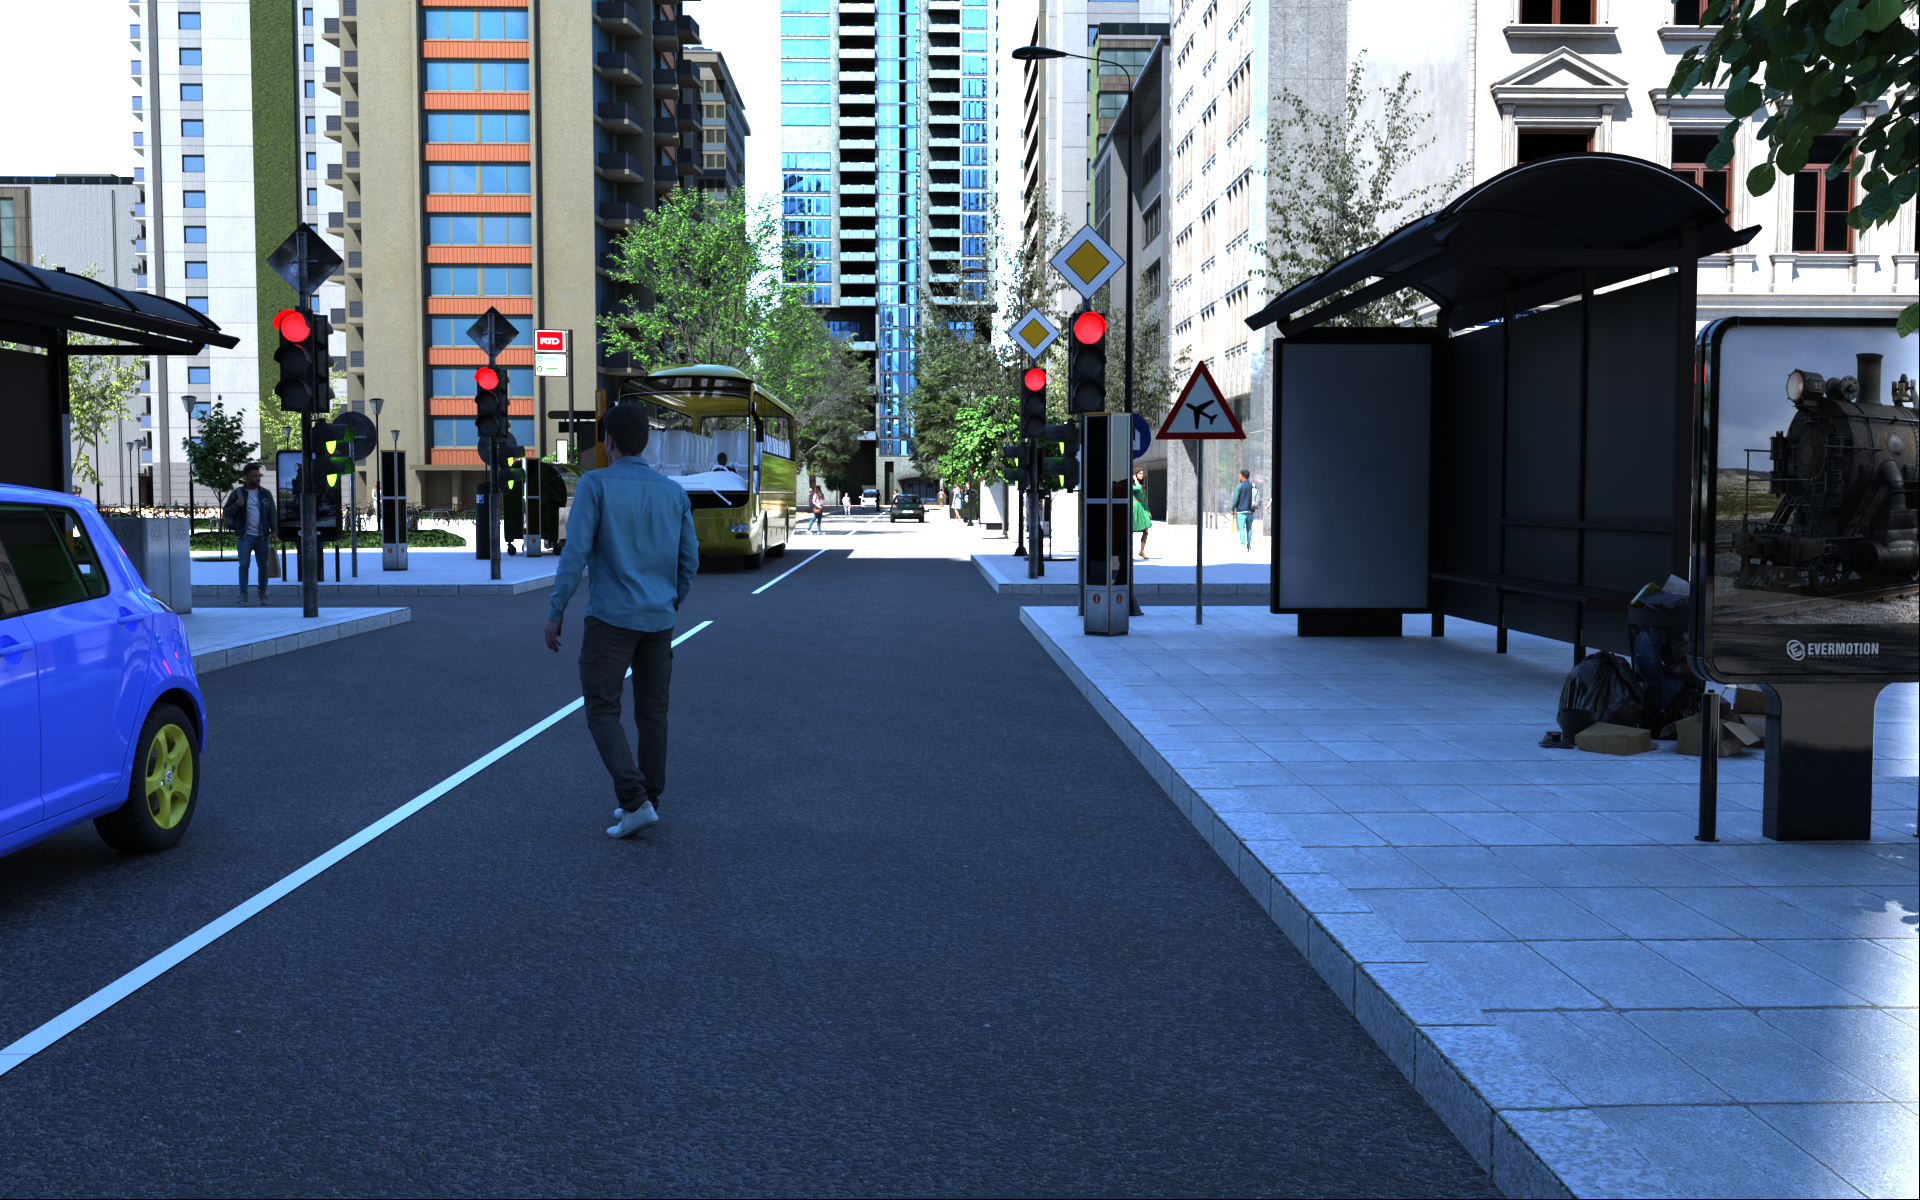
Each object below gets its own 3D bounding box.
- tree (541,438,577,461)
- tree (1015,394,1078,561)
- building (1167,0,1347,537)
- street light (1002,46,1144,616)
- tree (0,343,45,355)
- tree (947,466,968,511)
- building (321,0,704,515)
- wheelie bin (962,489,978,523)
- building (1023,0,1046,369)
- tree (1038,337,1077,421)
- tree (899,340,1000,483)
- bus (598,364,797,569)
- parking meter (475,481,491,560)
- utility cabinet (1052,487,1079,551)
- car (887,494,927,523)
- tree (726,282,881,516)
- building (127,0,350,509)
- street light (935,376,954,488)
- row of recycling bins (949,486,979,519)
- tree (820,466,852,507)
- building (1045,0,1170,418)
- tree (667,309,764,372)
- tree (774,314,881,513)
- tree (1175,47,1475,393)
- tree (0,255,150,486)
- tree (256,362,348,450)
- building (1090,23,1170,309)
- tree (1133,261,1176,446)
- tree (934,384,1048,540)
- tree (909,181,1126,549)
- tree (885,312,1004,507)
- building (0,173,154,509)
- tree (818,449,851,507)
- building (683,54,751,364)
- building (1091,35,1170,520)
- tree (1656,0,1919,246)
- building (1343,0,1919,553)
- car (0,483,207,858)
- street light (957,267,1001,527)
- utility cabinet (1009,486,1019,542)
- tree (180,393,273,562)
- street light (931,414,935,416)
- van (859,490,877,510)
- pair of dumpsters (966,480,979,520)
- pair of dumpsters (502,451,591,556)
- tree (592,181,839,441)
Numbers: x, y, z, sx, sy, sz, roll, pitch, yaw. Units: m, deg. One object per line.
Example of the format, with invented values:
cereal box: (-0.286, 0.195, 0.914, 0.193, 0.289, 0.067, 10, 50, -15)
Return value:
tree: (-22.169, -7.046, 98.912, 4.285, 4.588, 4.351, 0, 3, 0)
tree: (1.880, -2.377, 33.471, 1.663, 3.219, 1.824, 0, 3, 0)
building: (14.829, -14.878, 61.272, 12.078, 24.808, 19.932, 0, 4, -2)
street light: (1.234, -2.790, 18.158, 1.470, 5.913, 1.316, 0, 4, -2)
tree: (-39.078, -7.398, 71.317, 4.360, 8.622, 3.978, 0, 3, 0)
tree: (-0.501, -8.308, 130.441, 1.663, 3.219, 1.824, 0, 3, 0)
building: (-28.952, -28.127, 114.505, 22.147, 44.769, 28.867, 0, 4, -2)
wheelie bin: (0.444, -4.213, 76.792, 0.693, 1.594, 0.980, 0, 4, 2)
building: (17.034, -32.675, 157.943, 21.300, 48.544, 21.600, 0, 4, -2)
tree: (4.926, -7.841, 78.566, 4.737, 8.622, 4.395, 0, 3, 0)
tree: (-0.233, -14.553, 144.593, 9.857, 13.997, 8.962, 0, 3, 0)
bus: (-5.081, -2.743, 36.390, 2.896, 3.916, 12.252, 0, 4, -2)
parking meter: (-9.323, -1.565, 34.003, 0.372, 1.533, 0.369, 0, 3, 0)
utility cabinet: (2.641, -1.811, 38.286, 1.173, 1.500, 0.318, 2, 4, 25)
car: (-2.687, -4.768, 87.740, 2.009, 1.686, 4.222, 0, 4, -2)
tree: (-9.847, -11.591, 99.887, 12.009, 13.543, 11.850, 0, 3, 0)
building: (-57.960, -37.603, 156.815, 28.212, 58.520, 21.231, 0, 4, -2)
street light: (-0.134, -5.841, 68.037, 1.470, 5.913, 1.316, 0, 4, -2)
row of recycling bins: (0.597, -5.083, 90.212, 1.069, 1.692, 3.534, 2, 4, 30)
tree: (-12.644, -11.778, 176.289, 4.285, 4.588, 4.351, 0, 3, 0)
building: (17.079, -36.118, 132.526, 21.231, 58.520, 28.212, 0, 4, -2)
tree: (-9.324, -7.144, 67.173, 4.360, 8.622, 3.978, 0, 3, 0)
tree: (-9.962, -12.888, 117.368, 9.857, 13.997, 8.962, 0, 3, 0)
tree: (6.727, -4.856, 29.751, 4.360, 8.622, 3.978, 0, 3, 0)
tree: (-27.789, -6.360, 54.346, 4.737, 8.622, 4.395, 0, 3, 0)
tree: (-33.095, -8.405, 87.776, 4.737, 8.622, 4.395, 0, 3, 0)
building: (15.061, -20.718, 110.446, 14.160, 30.474, 14.107, 0, 4, -2)
tree: (5.381, -6.434, 55.561, 4.360, 8.622, 3.978, 0, 3, 0)
tree: (1.224, -4.004, 49.175, 4.285, 4.588, 4.351, 0, 3, 0)
tree: (1.246, -5.501, 40.309, 4.360, 8.622, 3.978, 0, 3, 0)
tree: (-1.243, -19.644, 177.074, 12.611, 20.169, 13.585, 0, 3, 0)
building: (-79.183, -23.736, 159.792, 14.107, 30.474, 14.160, 0, 4, -2)
tree: (-12.141, -13.278, 167.455, 4.360, 8.622, 3.978, 0, 3, 0)
building: (-30.953, -28.131, 151.822, 23.993, 40.220, 32.217, 0, 4, -2)
building: (15.057, -16.341, 86.239, 14.314, 24.678, 30.058, 0, 4, -2)
tree: (3.312, -1.218, 3.633, 4.285, 4.588, 4.351, 0, 3, 0)
building: (19.915, -12.462, 39.918, 21.152, 22.565, 11.583, 0, 4, -2)
car: (-3.996, 0.239, 5.678, 1.945, 1.707, 3.694, 0, 4, -1)
street light: (0.719, -3.856, 35.593, 1.470, 5.913, 1.316, 0, 4, -2)
utility cabinet: (1.473, -2.278, 45.916, 0.318, 1.500, 1.173, 0, 4, 6)
tree: (-14.078, -2.365, 33.270, 1.663, 3.219, 1.824, 0, 3, 0)
street light: (-0.991, -7.851, 100.905, 1.470, 5.913, 1.316, 0, 4, -2)
van: (-8.362, -9.415, 160.951, 2.013, 2.044, 4.112, 0, 4, -3)
pair of dumpsters: (1.115, -4.941, 83.273, 1.574, 2.255, 4.437, 0, 4, -2)
pair of dumpsters: (-8.971, -2.171, 37.996, 1.574, 2.255, 4.437, 0, 4, -1)
tree: (-8.462, -8.108, 58.321, 9.928, 11.665, 9.643, 0, 3, 0)
